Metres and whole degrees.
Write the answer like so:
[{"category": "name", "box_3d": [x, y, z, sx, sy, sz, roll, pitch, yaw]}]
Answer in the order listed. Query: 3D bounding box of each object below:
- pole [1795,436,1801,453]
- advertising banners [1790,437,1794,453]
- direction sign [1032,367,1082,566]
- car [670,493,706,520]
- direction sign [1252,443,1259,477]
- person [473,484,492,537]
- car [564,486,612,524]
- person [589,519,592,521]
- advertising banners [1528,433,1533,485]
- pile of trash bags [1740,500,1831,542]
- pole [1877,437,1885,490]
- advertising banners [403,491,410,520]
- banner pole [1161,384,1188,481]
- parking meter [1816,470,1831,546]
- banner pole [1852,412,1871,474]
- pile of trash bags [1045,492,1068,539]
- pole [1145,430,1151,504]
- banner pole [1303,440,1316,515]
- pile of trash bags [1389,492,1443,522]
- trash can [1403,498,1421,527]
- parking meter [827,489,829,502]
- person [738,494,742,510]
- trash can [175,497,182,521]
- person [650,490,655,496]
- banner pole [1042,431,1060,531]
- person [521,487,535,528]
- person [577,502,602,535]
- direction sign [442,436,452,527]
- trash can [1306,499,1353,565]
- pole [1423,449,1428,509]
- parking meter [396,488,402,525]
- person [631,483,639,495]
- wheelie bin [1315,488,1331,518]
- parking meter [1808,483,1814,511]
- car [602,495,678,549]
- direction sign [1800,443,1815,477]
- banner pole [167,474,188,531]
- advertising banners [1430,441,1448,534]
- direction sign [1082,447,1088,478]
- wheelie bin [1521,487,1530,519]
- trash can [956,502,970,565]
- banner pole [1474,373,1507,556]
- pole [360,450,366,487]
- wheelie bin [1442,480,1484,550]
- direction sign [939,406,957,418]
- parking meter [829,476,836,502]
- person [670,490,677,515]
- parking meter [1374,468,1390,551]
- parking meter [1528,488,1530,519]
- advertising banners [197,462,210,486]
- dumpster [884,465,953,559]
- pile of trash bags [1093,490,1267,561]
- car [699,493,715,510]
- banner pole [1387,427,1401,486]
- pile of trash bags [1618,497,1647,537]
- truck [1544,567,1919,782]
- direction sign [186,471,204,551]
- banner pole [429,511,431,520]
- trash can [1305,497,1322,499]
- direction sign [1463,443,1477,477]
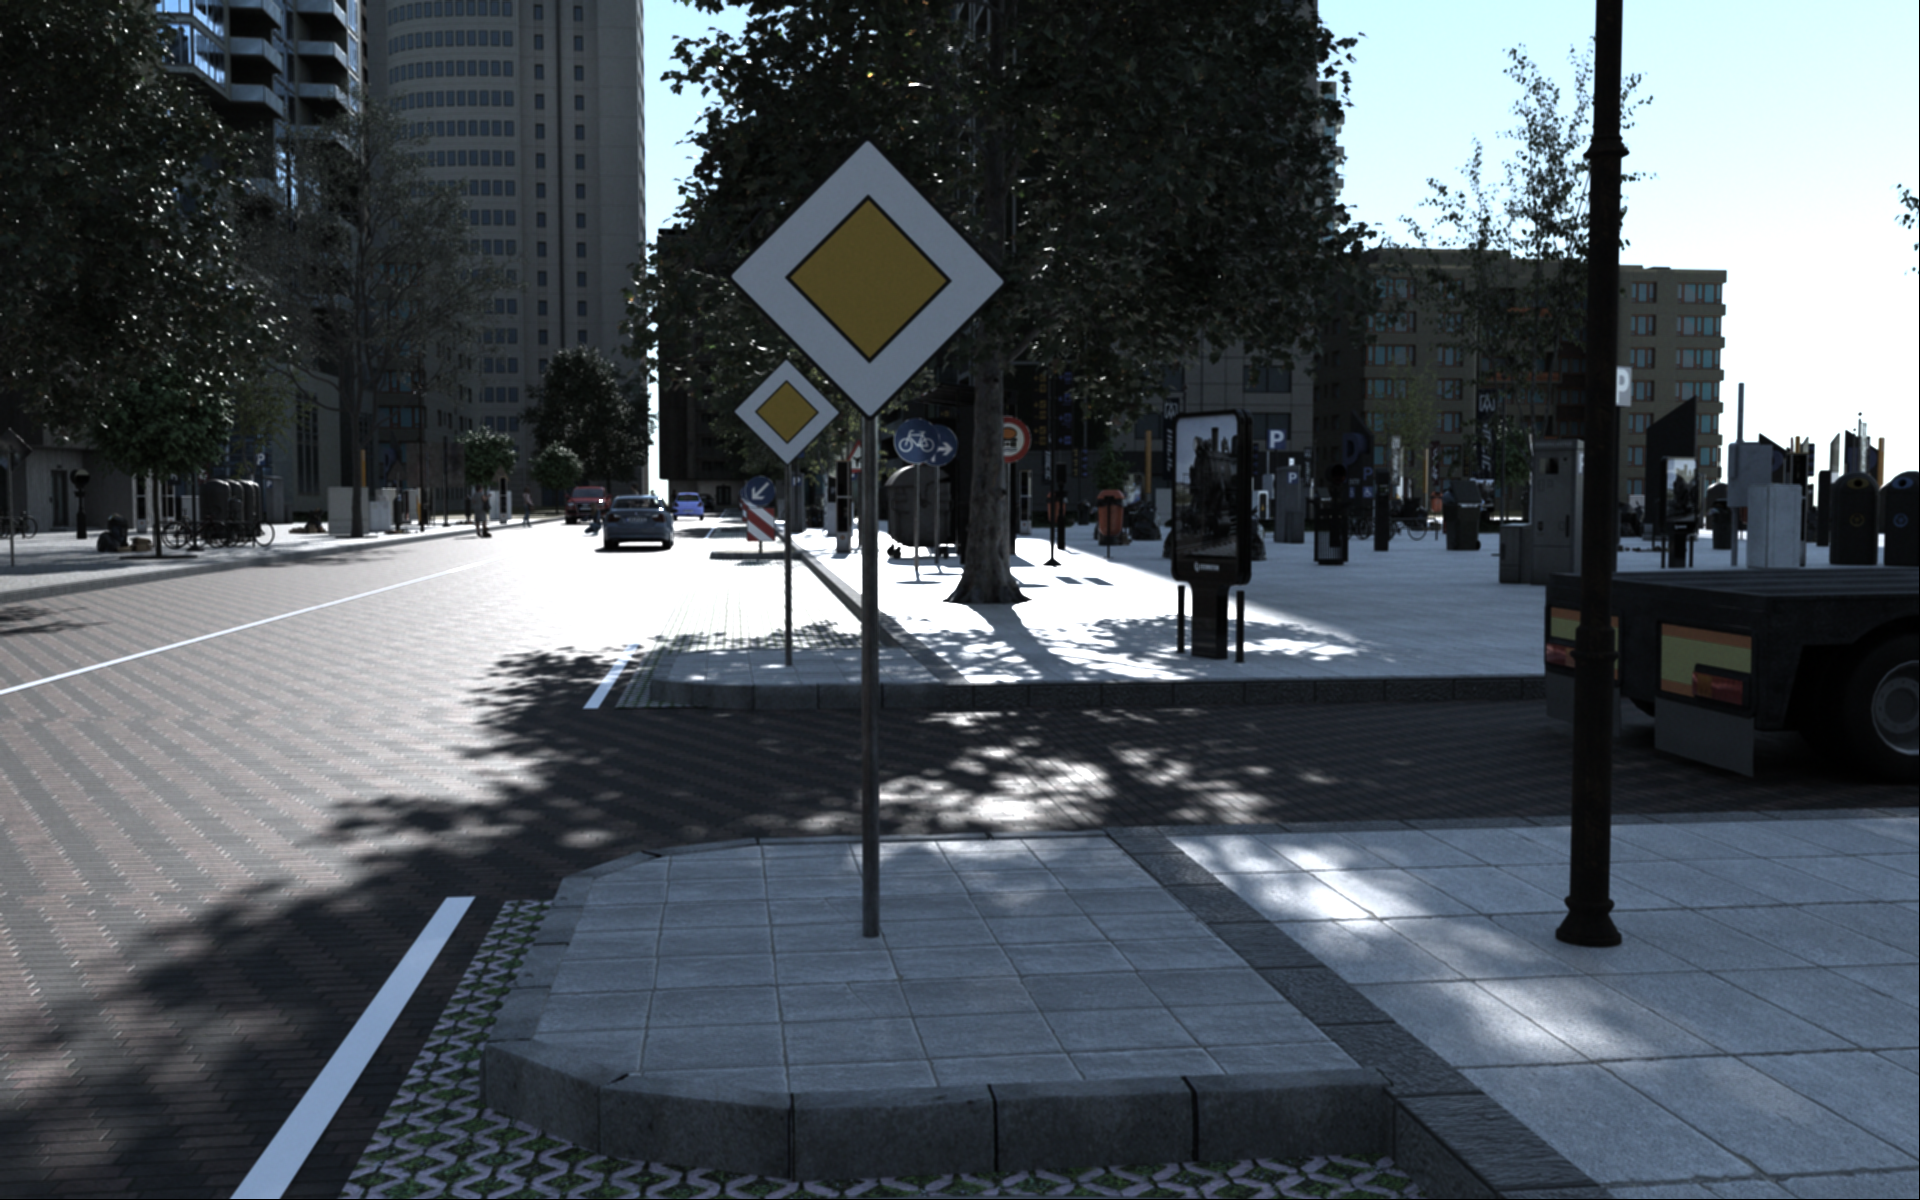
[{"category": "pole", "box_3d": [29.332, -4.090, 60.722, 0.158, 3.312, 0.155, 0, 3, 0]}, {"category": "advertising banners", "box_3d": [25.579, -3.510, 53.576, 0.090, 3.025, 2.074, 1, 4, 18]}, {"category": "direction sign", "box_3d": [1.646, -2.373, 30.797, 0.876, 3.537, 0.379, 3, 4, 38]}, {"category": "car", "box_3d": [-14.961, -5.245, 95.342, 1.945, 1.707, 3.694, -1, 4, -9]}, {"category": "direction sign", "box_3d": [13.027, -5.226, 77.445, 0.379, 3.537, 0.876, -2, 4, -32]}, {"category": "person", "box_3d": [-16.036, -3.026, 58.326, 0.716, 1.782, 0.532, 2, 4, 28]}, {"category": "car", "box_3d": [-18.082, -4.638, 84.497, 2.281, 1.827, 5.304, 0, 4, -8]}, {"category": "person", "box_3d": [-19.500, -5.122, 91.878, 1.348, 1.869, 0.705, -1, 4, -14]}, {"category": "advertising banners", "box_3d": [17.102, -3.339, 50.772, 0.090, 3.025, 2.074, 3, 5, 43]}, {"category": "pile of trash bags", "box_3d": [22.784, -2.321, 47.708, 1.912, 1.369, 3.447, -1, 4, -19]}, {"category": "pole", "box_3d": [33.079, -4.184, 62.253, 0.158, 3.312, 0.155, 0, 3, 0]}, {"category": "advertising banners", "box_3d": [-25.367, -5.085, 79.329, 0.090, 3.025, 2.074, 0, 4, -3]}, {"category": "banner pole", "box_3d": [4.941, -3.029, 39.544, 0.863, 3.779, 0.401, 3, 5, 44]}, {"category": "parking meter", "box_3d": [21.259, -2.258, 42.622, 0.255, 1.863, 0.399, 1, 4, 21]}, {"category": "banner pole", "box_3d": [27.566, -3.851, 52.987, 0.863, 3.779, 0.401, -3, 5, -43]}, {"category": "pile of trash bags", "box_3d": [4.084, -2.400, 48.991, 3.447, 1.369, 1.912, 1, 4, 18]}, {"category": "pole", "box_3d": [6.020, -3.770, 55.476, 0.158, 3.312, 0.155, 0, 3, 0]}, {"category": "banner pole", "box_3d": [16.373, -5.563, 80.969, 0.401, 3.779, 0.863, -3, 5, -40]}, {"category": "pile of trash bags", "box_3d": [20.726, -4.327, 80.495, 3.447, 1.369, 1.912, 0, 4, 1]}, {"category": "trash can", "box_3d": [17.807, -3.462, 68.253, 0.748, 1.137, 0.748, 0, 3, 0]}, {"category": "parking meter", "box_3d": [-6.371, -4.619, 83.938, 0.372, 1.533, 0.369, 0, 3, 0]}, {"category": "person", "box_3d": [-18.938, -8.530, 149.442, 0.415, 1.643, 0.593, -1, 4, -10]}, {"category": "trash can", "box_3d": [-35.364, -4.109, 78.831, 0.748, 1.137, 0.748, 0, 3, 0]}, {"category": "person", "box_3d": [-20.624, -6.530, 116.068, 0.445, 1.727, 0.742, 0, 4, -1]}, {"category": "banner pole", "box_3d": [3.210, -4.279, 59.986, 0.863, 3.779, 0.401, 1, 4, 17]}, {"category": "person", "box_3d": [-18.584, -3.987, 74.275, 0.643, 1.750, 0.593, -3, 5, -40]}, {"category": "person", "box_3d": [-12.754, -2.827, 60.228, 0.738, 1.151, 1.012, -3, 5, -42]}, {"category": "direction sign", "box_3d": [-20.107, -4.633, 67.746, 0.379, 3.537, 0.876, -1, 4, -23]}, {"category": "trash can", "box_3d": [6.729, -1.207, 31.380, 0.748, 1.137, 0.748, 0, 3, 0]}, {"category": "pole", "box_3d": [20.870, -5.129, 77.703, 0.158, 3.312, 0.155, 0, 3, 0]}, {"category": "parking meter", "box_3d": [-23.203, -3.851, 71.376, 0.372, 1.533, 0.369, 0, 3, 0]}, {"category": "person", "box_3d": [-10.180, -2.760, 53.962, 0.374, 1.781, 0.599, -1, 4, -19]}, {"category": "wheelie bin", "box_3d": [17.532, -4.666, 84.196, 0.980, 1.594, 0.693, -1, 4, -23]}, {"category": "parking meter", "box_3d": [46.302, -5.427, 94.442, 0.399, 1.863, 0.255, 1, 4, 10]}, {"category": "car", "box_3d": [-8.545, -2.091, 46.188, 2.014, 1.417, 4.499, -1, 4, -8]}, {"category": "direction sign", "box_3d": [37.824, -5.228, 77.479, 0.379, 3.537, 0.876, -1, 4, -22]}, {"category": "banner pole", "box_3d": [-27.415, -4.328, 60.784, 0.863, 3.779, 0.401, -2, 4, -23]}, {"category": "advertising banners", "box_3d": [15.845, -3.666, 56.127, 0.090, 3.025, 2.074, -1, 4, -20]}, {"category": "direction sign", "box_3d": [5.733, -5.570, 83.058, 0.876, 3.537, 0.379, -2, 4, -28]}, {"category": "wheelie bin", "box_3d": [26.513, -4.440, 80.494, 0.980, 1.594, 0.693, 3, 5, 40]}, {"category": "trash can", "box_3d": [0.306, -1.133, 30.172, 0.748, 1.137, 0.748, 0, 3, 0]}, {"category": "banner pole", "box_3d": [11.127, -2.822, 36.160, 0.401, 3.779, 0.863, -3, 5, -42]}, {"category": "pole", "box_3d": [-27.388, -5.241, 79.536, 0.158, 3.312, 0.155, 0, 3, 0]}, {"category": "wheelie bin", "box_3d": [11.467, -1.940, 39.632, 0.980, 1.594, 0.693, -1, 4, -12]}, {"category": "direction sign", "box_3d": [-0.165, -3.218, 44.612, 0.876, 3.537, 0.379, 2, 4, 35]}, {"category": "parking meter", "box_3d": [-4.010, -3.061, 55.763, 0.399, 1.863, 0.255, 1, 4, 18]}, {"category": "person", "box_3d": [-18.853, -6.457, 114.794, 0.721, 1.735, 1.217, -3, 5, -42]}, {"category": "parking meter", "box_3d": [9.527, -2.043, 39.117, 0.255, 1.863, 0.399, 0, 4, 1]}, {"category": "parking meter", "box_3d": [22.782, -3.700, 68.904, 0.372, 1.533, 0.369, 0, 3, 0]}, {"category": "advertising banners", "box_3d": [-24.827, -3.818, 58.609, 2.074, 3.025, 0.090, -1, 4, -9]}, {"category": "dumpster", "box_3d": [-0.825, -1.780, 34.866, 1.264, 1.857, 1.865, 0, 4, -7]}, {"category": "pile of trash bags", "box_3d": [4.381, -1.506, 34.382, 3.447, 1.369, 1.912, 1, 4, 14]}, {"category": "car", "box_3d": [-22.553, -8.728, 152.494, 2.009, 1.686, 4.222, 0, 4, -7]}, {"category": "banner pole", "box_3d": [16.172, -4.573, 64.791, 0.863, 3.779, 0.401, -2, 4, -30]}, {"category": "pile of trash bags", "box_3d": [20.178, -2.611, 52.436, 1.912, 1.369, 3.447, -2, 4, -32]}, {"category": "truck", "box_3d": [13.062, -1.260, 10.354, 18.799, 4.110, 2.967, 0, 4, -5]}, {"category": "direction sign", "box_3d": [-17.306, -2.880, 39.082, 0.379, 3.537, 0.876, -2, 4, -31]}, {"category": "banner pole", "box_3d": [-25.800, -5.804, 84.918, 0.863, 3.779, 0.401, -3, 5, -42]}, {"category": "trash can", "box_3d": [15.562, -3.956, 76.340, 0.748, 1.137, 0.748, 0, 3, 0]}, {"category": "direction sign", "box_3d": [22.608, -5.180, 76.694, 0.379, 3.537, 0.876, -2, 4, -31]}]
